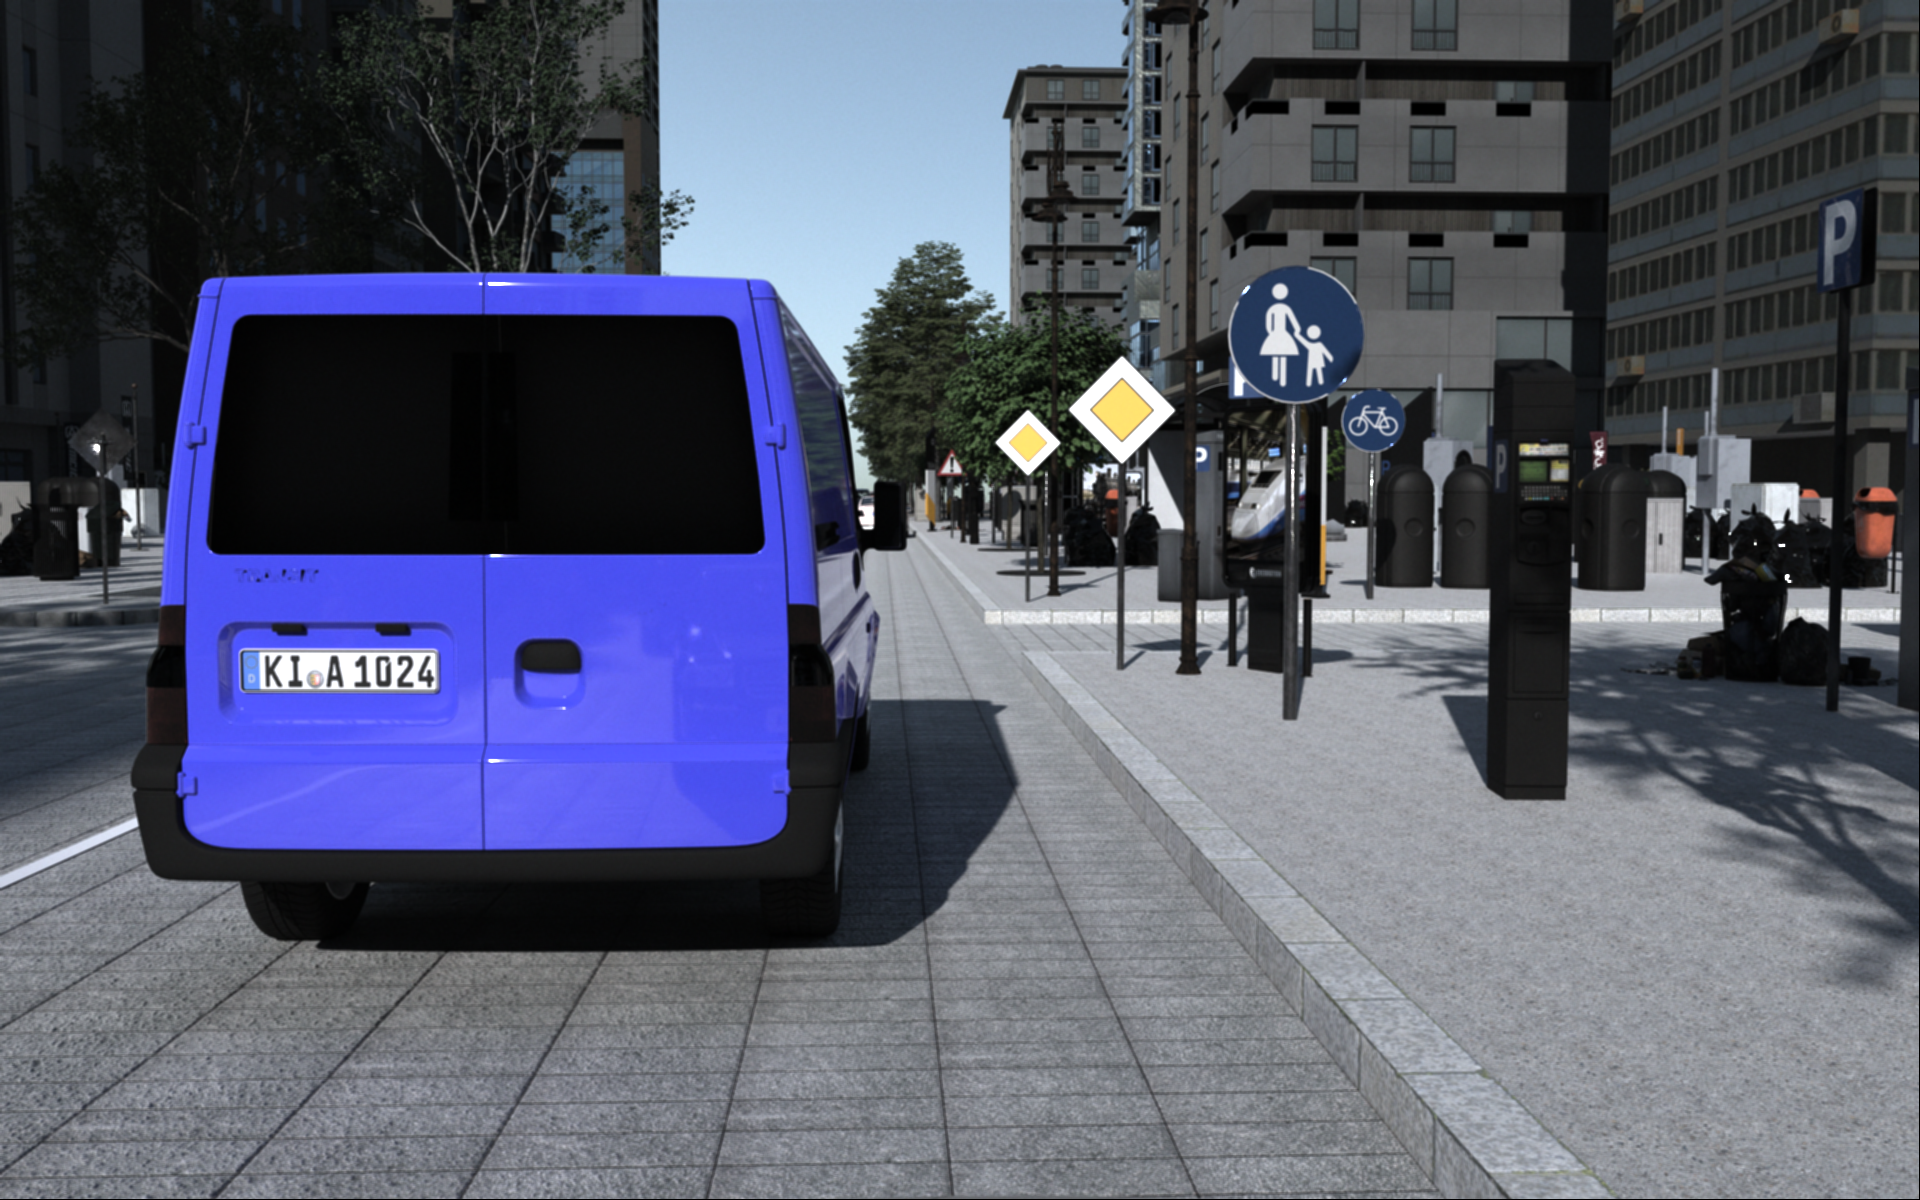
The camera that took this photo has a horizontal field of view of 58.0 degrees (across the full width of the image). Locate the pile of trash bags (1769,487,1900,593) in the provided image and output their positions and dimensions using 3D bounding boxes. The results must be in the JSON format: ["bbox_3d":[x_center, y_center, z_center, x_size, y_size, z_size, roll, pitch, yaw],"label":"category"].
[{"bbox_3d":[11.928,-0.862,23.847,1.912,1.369,3.447,0,4,2],"label":"pile of trash bags"}]

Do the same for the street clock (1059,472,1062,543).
[{"bbox_3d":[2.742,-2.475,45.044,0.471,2.002,0.358,0,4,8],"label":"street clock"}]

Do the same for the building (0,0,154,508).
[{"bbox_3d":[-38.203,-30.755,44.851,21.231,58.520,28.212,0,4,-3],"label":"building"}]

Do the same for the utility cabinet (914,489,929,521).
[{"bbox_3d":[-1.561,-4.470,81.757,1.173,1.500,0.318,-2,4,-25],"label":"utility cabinet"}]

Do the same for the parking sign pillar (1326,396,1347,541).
[{"bbox_3d":[9.907,-3.611,47.512,1.447,3.967,1.447,-1,4,-22],"label":"parking sign pillar"}]

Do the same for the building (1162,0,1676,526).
[{"bbox_3d":[24.982,-30.158,82.325,28.713,52.752,27.495,0,4,-3],"label":"building"}]

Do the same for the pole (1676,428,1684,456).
[{"bbox_3d":[22.312,-3.663,53.737,0.158,3.312,0.155,0,3,0],"label":"pole"}]

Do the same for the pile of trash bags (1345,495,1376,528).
[{"bbox_3d":[14.510,-3.474,66.550,1.912,1.369,3.447,3,5,42],"label":"pile of trash bags"}]

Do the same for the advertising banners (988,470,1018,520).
[{"bbox_3d":[2.190,-5.500,86.106,0.090,3.025,2.074,-3,5,-45],"label":"advertising banners"}]

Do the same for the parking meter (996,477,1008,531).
[{"bbox_3d":[1.478,-3.364,60.714,0.399,1.863,0.255,0,4,4],"label":"parking meter"}]

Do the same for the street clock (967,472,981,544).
[{"bbox_3d":[0.372,-2.429,44.285,0.358,2.002,0.471,1,4,21],"label":"street clock"}]

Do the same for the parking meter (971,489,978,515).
[{"bbox_3d":[0.789,-5.148,92.585,0.372,1.533,0.369,0,3,0],"label":"parking meter"}]

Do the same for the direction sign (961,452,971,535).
[{"bbox_3d":[0.297,-3.809,54.267,0.379,3.537,0.876,2,4,33],"label":"direction sign"}]

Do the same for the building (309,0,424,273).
[{"bbox_3d":[-46.595,-25.277,105.168,32.217,40.220,23.993,0,4,-3],"label":"building"}]

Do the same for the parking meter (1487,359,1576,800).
[{"bbox_3d":[2.418,-0.100,7.346,0.255,1.863,0.399,0,4,3],"label":"parking meter"}]

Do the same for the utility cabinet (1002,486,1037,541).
[{"bbox_3d":[1.665,-2.355,47.184,1.173,1.500,0.318,3,5,44],"label":"utility cabinet"}]

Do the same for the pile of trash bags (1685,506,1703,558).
[{"bbox_3d":[15.594,-1.478,33.913,1.912,1.369,3.447,-1,4,-11],"label":"pile of trash bags"}]

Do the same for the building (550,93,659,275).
[{"bbox_3d":[-42.241,-33.506,197.938,14.600,45.320,14.200,0,4,-3],"label":"building"}]

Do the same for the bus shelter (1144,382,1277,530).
[{"bbox_3d":[4.793,-2.455,34.059,2.014,3.302,5.546,0,4,-3],"label":"bus shelter"}]

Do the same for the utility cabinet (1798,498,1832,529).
[{"bbox_3d":[14.428,-1.119,29.456,0.306,1.237,1.020,0,4,-7],"label":"utility cabinet"}]

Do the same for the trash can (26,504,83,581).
[{"bbox_3d":[-13.422,-0.860,25.714,0.748,1.137,0.748,0,3,0],"label":"trash can"}]

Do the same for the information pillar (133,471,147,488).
[{"bbox_3d":[-26.631,-3.167,56.275,0.304,2.012,0.304,3,5,41],"label":"information pillar"}]

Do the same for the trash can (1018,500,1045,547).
[{"bbox_3d":[1.777,-1.859,42.045,0.748,1.137,0.748,0,3,0],"label":"trash can"}]

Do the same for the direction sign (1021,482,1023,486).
[{"bbox_3d":[2.389,-4.556,66.484,0.379,3.537,0.876,-1,4,-9],"label":"direction sign"}]

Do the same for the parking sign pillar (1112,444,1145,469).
[{"bbox_3d":[6.621,-4.872,68.130,1.447,3.967,1.447,0,4,-4],"label":"parking sign pillar"}]

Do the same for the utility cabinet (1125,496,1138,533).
[{"bbox_3d":[4.484,-2.145,46.232,0.306,1.237,1.020,0,4,-6],"label":"utility cabinet"}]

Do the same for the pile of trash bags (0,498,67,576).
[{"bbox_3d":[-15.274,-1.062,27.112,1.912,1.369,3.447,-1,4,-10],"label":"pile of trash bags"}]

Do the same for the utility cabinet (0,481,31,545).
[{"bbox_3d":[-16.823,-1.312,30.133,1.173,1.500,0.318,-2,4,-29],"label":"utility cabinet"}]

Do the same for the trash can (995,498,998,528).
[{"bbox_3d":[1.580,-3.347,66.385,0.748,1.137,0.748,0,3,0],"label":"trash can"}]

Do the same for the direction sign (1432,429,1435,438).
[{"bbox_3d":[16.165,-4.199,60.644,0.876,3.537,0.379,2,4,25],"label":"direction sign"}]

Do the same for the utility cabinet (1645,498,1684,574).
[{"bbox_3d":[11.228,-1.044,28.234,1.020,1.237,0.306,2,4,26],"label":"utility cabinet"}]

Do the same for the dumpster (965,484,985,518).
[{"bbox_3d":[0.746,-5.479,95.348,1.264,1.857,1.865,0,4,-3],"label":"dumpster"}]

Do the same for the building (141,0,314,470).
[{"bbox_3d":[-37.308,-25.955,74.477,14.600,45.320,14.200,0,4,-3],"label":"building"}]

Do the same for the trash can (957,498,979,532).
[{"bbox_3d":[0.264,-2.899,59.051,0.748,1.137,0.748,0,3,0],"label":"trash can"}]

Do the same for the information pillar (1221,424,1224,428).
[{"bbox_3d":[7.509,-3.494,48.488,0.183,3.616,0.504,-3,4,-36],"label":"information pillar"}]

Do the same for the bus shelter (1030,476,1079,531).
[{"bbox_3d":[3.322,-4.961,58.745,2.179,5.291,8.768,0,4,-2],"label":"bus shelter"}]

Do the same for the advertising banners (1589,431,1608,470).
[{"bbox_3d":[18.408,-3.166,47.948,2.074,3.025,0.090,0,4,-2],"label":"advertising banners"}]

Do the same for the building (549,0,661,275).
[{"bbox_3d":[-45.775,-47.491,214.725,20.563,71.187,20.611,0,4,-3],"label":"building"}]

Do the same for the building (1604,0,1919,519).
[{"bbox_3d":[34.659,-21.933,50.488,23.993,40.220,32.217,0,4,-3],"label":"building"}]

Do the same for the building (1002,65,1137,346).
[{"bbox_3d":[20.449,-38.086,211.951,28.713,52.752,27.495,0,4,-3],"label":"building"}]

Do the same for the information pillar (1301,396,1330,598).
[{"bbox_3d":[4.369,-1.840,21.436,0.183,3.616,0.504,-2,4,-27],"label":"information pillar"}]

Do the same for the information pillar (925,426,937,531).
[{"bbox_3d":[-1.007,-4.159,59.362,0.183,3.616,0.504,2,4,33],"label":"information pillar"}]

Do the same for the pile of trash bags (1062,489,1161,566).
[{"bbox_3d":[2.863,-1.375,32.241,1.912,1.369,3.447,0,4,5],"label":"pile of trash bags"}]

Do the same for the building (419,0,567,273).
[{"bbox_3d":[-42.345,-29.175,131.631,22.147,44.769,28.867,0,4,-3],"label":"building"}]

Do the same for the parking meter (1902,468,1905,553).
[{"bbox_3d":[18.310,-1.681,33.201,0.399,1.863,0.255,2,4,32],"label":"parking meter"}]

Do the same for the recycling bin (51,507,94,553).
[{"bbox_3d":[-16.847,-1.253,33.039,0.722,1.027,0.722,0,4,-5],"label":"recycling bin"}]

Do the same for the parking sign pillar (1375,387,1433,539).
[{"bbox_3d":[11.171,-3.358,43.382,1.447,3.967,1.447,-2,4,-27],"label":"parking sign pillar"}]

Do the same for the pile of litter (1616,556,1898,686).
[{"bbox_3d":[5.584,0.111,12.150,1.176,0.858,1.719,-3,4,-37],"label":"pile of litter"}]

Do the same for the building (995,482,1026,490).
[{"bbox_3d":[19.110,-24.238,241.333,27.650,21.520,28.899,0,4,-3],"label":"building"}]

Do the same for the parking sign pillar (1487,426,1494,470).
[{"bbox_3d":[15.418,-3.695,48.882,1.447,3.967,1.447,-1,4,-17],"label":"parking sign pillar"}]

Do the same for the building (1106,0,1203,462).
[{"bbox_3d":[21.706,-50.702,141.642,22.319,86.520,31.000,0,4,-3],"label":"building"}]

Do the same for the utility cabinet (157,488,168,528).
[{"bbox_3d":[-30.109,-3.447,65.044,0.318,1.500,1.173,2,4,29],"label":"utility cabinet"}]

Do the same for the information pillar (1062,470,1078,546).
[{"bbox_3d":[2.712,-2.343,42.800,0.304,2.012,0.304,2,4,27],"label":"information pillar"}]

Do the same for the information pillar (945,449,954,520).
[{"bbox_3d":[-0.495,-5.767,85.646,0.183,3.616,0.504,-3,4,-39],"label":"information pillar"}]
